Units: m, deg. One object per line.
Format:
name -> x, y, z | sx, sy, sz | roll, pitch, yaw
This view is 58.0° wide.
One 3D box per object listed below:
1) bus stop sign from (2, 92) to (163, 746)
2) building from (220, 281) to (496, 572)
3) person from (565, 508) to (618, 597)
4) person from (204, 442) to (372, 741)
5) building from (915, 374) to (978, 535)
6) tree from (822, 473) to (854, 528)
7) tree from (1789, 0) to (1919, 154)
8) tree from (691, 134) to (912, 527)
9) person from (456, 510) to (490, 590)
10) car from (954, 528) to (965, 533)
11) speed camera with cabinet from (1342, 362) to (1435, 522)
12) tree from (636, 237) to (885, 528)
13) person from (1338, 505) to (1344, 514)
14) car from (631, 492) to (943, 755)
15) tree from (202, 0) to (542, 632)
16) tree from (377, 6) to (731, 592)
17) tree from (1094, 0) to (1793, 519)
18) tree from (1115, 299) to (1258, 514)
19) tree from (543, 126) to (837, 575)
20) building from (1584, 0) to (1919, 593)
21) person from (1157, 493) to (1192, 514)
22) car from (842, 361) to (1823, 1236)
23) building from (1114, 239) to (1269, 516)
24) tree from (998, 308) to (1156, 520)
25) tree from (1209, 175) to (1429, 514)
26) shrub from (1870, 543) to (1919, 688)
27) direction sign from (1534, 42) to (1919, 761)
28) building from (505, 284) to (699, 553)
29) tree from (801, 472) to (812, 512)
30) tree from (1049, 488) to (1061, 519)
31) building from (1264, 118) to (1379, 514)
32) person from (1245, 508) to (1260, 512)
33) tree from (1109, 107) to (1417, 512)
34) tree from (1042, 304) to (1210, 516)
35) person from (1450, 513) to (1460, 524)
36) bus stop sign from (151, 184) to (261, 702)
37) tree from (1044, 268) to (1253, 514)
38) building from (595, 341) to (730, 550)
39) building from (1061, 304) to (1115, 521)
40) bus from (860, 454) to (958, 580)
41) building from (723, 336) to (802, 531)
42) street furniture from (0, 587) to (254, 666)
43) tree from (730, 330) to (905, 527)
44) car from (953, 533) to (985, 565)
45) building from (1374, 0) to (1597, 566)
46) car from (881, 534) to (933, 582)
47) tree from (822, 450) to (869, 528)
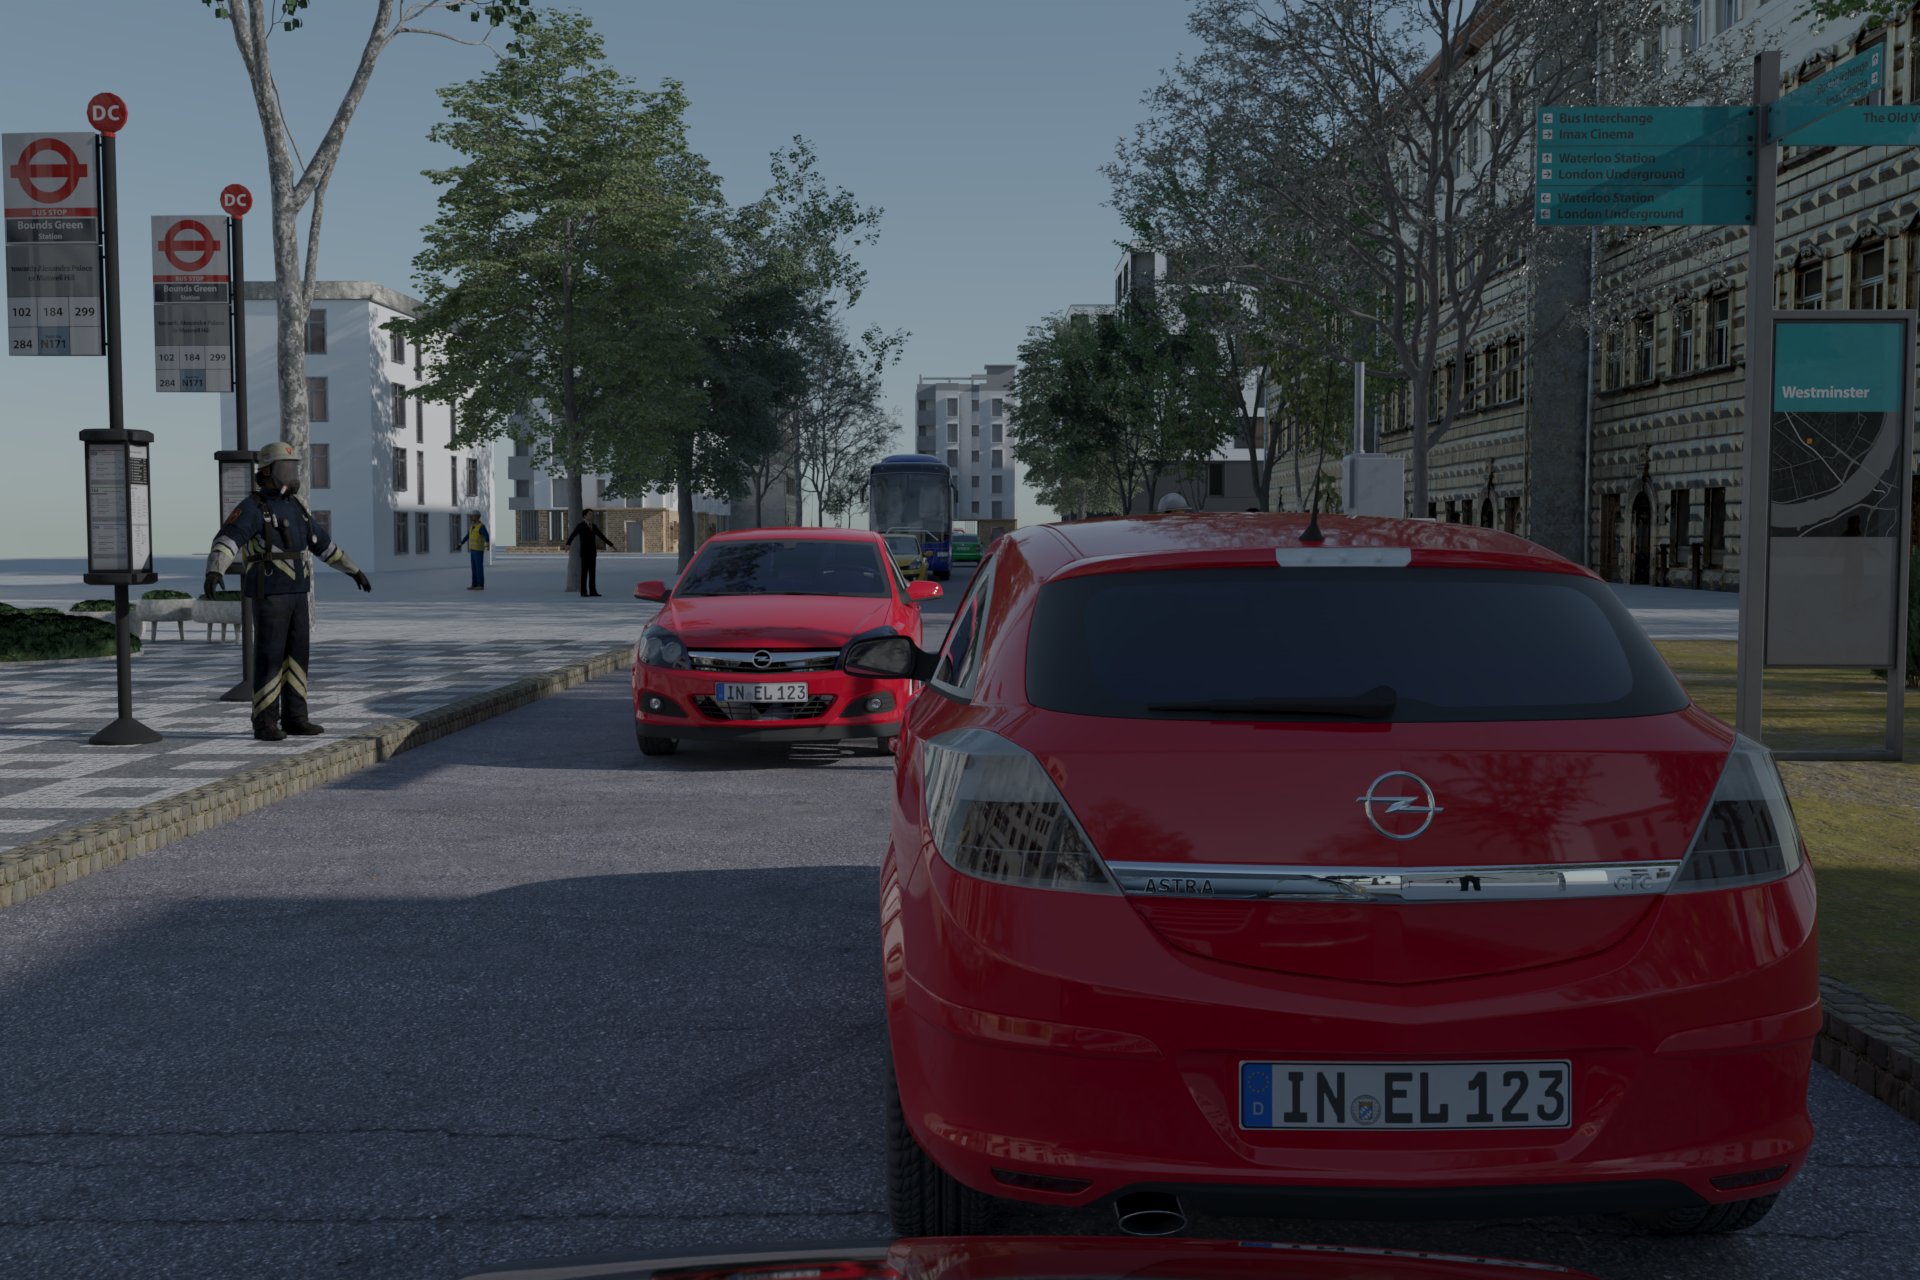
bus stop sign -> -5.372, -1.338, 10.583 | 0.855, 3.939, 0.416 | 0, 4, 1
building -> -23.847, -7.921, 71.661 | 9.099, 9.664, 28.070 | 0, 4, 1
person -> -7.571, -1.785, 35.374 | 0.705, 1.806, 1.347 | 3, 4, 37
person -> -4.255, -0.312, 10.885 | 0.705, 1.856, 1.354 | 1, 4, 23
building -> -4.692, -20.687, 197.112 | 11.380, 20.090, 16.016 | 0, 4, -5
tree -> -14.030, -15.218, 199.183 | 4.737, 8.622, 4.395 | 0, 3, 0
tree -> 11.175, -5.453, 14.916 | 9.928, 11.665, 9.643 | 0, 3, 0
tree -> -8.733, -14.009, 84.936 | 12.611, 20.169, 13.585 | 0, 3, 0
person -> -11.108, -2.064, 39.719 | 1.349, 1.833, 0.705 | 3, 5, 44
car -> -0.498, -5.995, 106.692 | 2.281, 1.827, 5.304 | 0, 4, -1
speed camera with cabinet -> 4.788, -1.529, 19.333 | 0.660, 3.252, 2.038 | 0, 4, 0
tree -> -8.135, -9.756, 69.885 | 12.009, 13.543, 11.850 | 0, 3, 0
person -> 7.379, -1.685, 33.404 | 0.705, 1.847, 1.347 | 0, 4, 8
car -> -1.197, -0.216, 12.569 | 2.155, 1.783, 4.494 | 0, 3, 0
tree -> -7.334, -10.120, 21.345 | 12.611, 20.169, 13.585 | 0, 3, 0
tree -> -8.852, -7.356, 38.394 | 7.486, 12.596, 7.792 | 0, 3, 0
tree -> 7.136, -7.085, 26.204 | 12.009, 13.543, 11.850 | 0, 3, 0
tree -> 7.157, -6.255, 52.629 | 4.737, 8.622, 4.395 | 0, 3, 0
tree -> -8.656, -9.042, 54.495 | 9.857, 13.997, 8.962 | 0, 3, 0
building -> 26.064, -12.606, 37.038 | 19.493, 23.208, 18.063 | 0, 4, 1
person -> 1.873, -0.344, 14.547 | 0.721, 1.772, 1.216 | -1, 4, -15
car -> 0.710, 0.245, 5.032 | 2.155, 1.783, 4.494 | 0, 4, -1
building -> 25.890, -17.894, 136.535 | 27.936, 21.610, 32.646 | 0, 4, 0
tree -> 6.931, -11.665, 97.386 | 9.857, 13.997, 8.962 | 0, 3, 0
tree -> 7.231, -5.202, 35.416 | 4.737, 8.622, 4.395 | 0, 3, 0
shrub -> 8.032, -0.207, 14.499 | 1.383, 1.207, 1.383 | 0, 3, 0
direction sign -> 4.468, -1.248, 9.168 | 2.525, 3.948, 1.411 | 0, 4, 1
building -> -25.216, -16.125, 120.069 | 16.016, 20.090, 11.380 | 0, 4, 1
tree -> -18.122, -14.943, 194.680 | 4.360, 8.622, 3.978 | 0, 3, 0
tree -> 12.496, -14.988, 195.421 | 4.360, 8.622, 3.978 | 0, 3, 0
building -> 24.204, -14.957, 75.482 | 19.493, 23.208, 18.063 | 0, 3, 0
person -> 6.024, -1.817, 35.850 | 1.345, 1.843, 0.704 | -3, 5, -42
tree -> 7.499, -7.166, 42.924 | 9.928, 11.665, 9.643 | 0, 3, 0
tree -> 7.488, -9.302, 77.840 | 9.928, 11.665, 9.643 | 0, 3, 0
person -> 10.702, -1.866, 37.228 | 0.721, 1.740, 1.216 | -2, 4, -34
bus stop sign -> -5.733, -1.505, 13.304 | 0.855, 3.939, 0.416 | 0, 4, -1
tree -> 6.647, -7.791, 61.791 | 8.767, 10.594, 7.601 | 2, 4, 25
building -> -25.671, -17.524, 142.936 | 16.016, 20.090, 11.380 | 0, 4, 0
building -> 23.774, -19.977, 170.597 | 27.936, 21.610, 32.646 | 0, 3, 0
bus -> -1.488, -3.991, 56.807 | 2.896, 3.916, 12.251 | 0, 3, 0
building -> -25.576, -20.705, 169.458 | 19.493, 23.208, 18.063 | 0, 4, -1
street furniture -> -12.845, -0.287, 20.322 | 10.072, 0.657, 5.734 | 2, 4, 28
tree -> -8.021, -11.609, 100.173 | 12.009, 13.543, 11.850 | 0, 3, 0
car -> 0.146, -4.127, 76.273 | 1.959, 1.807, 4.718 | 0, 4, 0
building -> 24.738, -13.728, 55.378 | 19.493, 23.208, 18.063 | 0, 4, 1
car -> -1.670, -2.014, 43.150 | 2.015, 1.641, 3.980 | 0, 4, 0
tree -> -12.038, -15.725, 191.521 | 7.601, 10.594, 8.767 | 0, 4, -8
